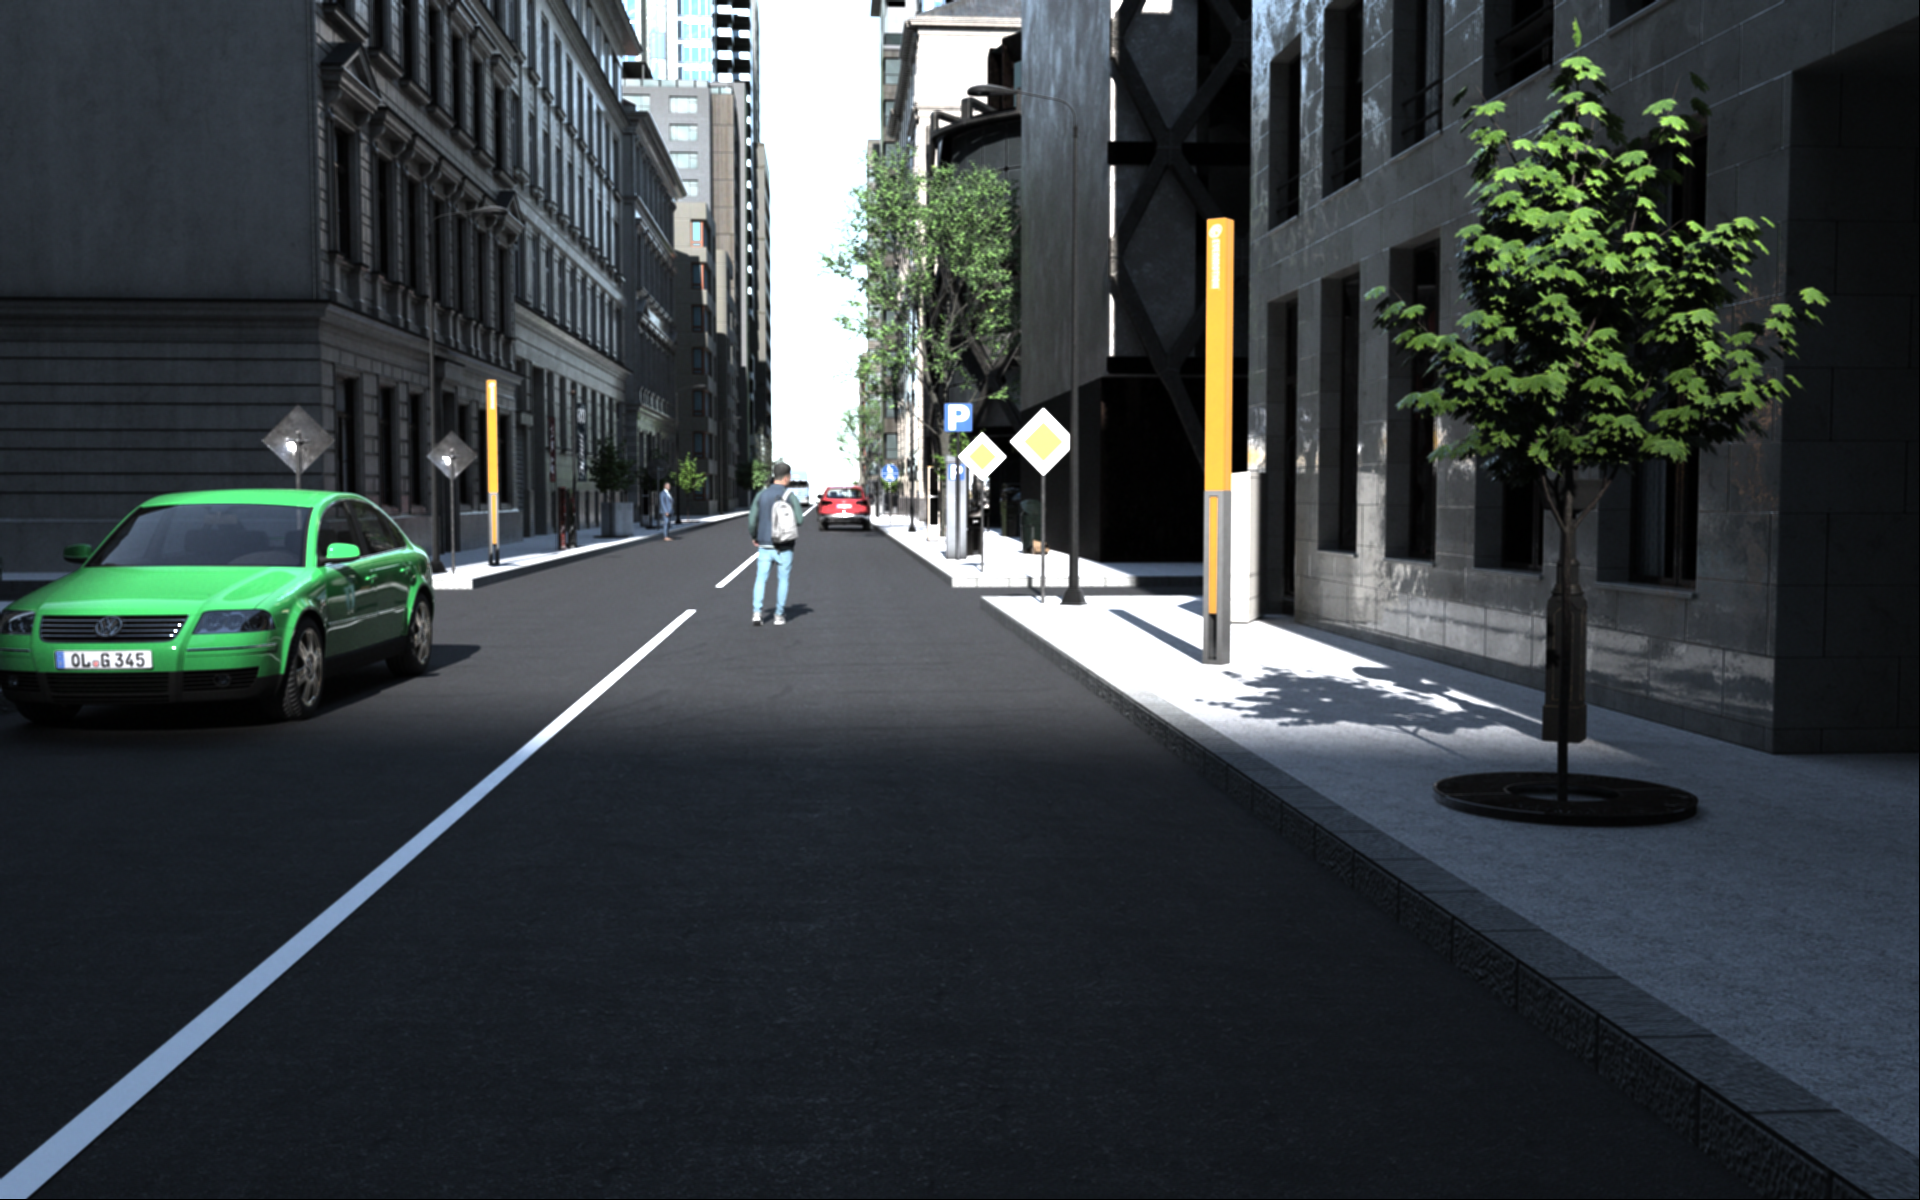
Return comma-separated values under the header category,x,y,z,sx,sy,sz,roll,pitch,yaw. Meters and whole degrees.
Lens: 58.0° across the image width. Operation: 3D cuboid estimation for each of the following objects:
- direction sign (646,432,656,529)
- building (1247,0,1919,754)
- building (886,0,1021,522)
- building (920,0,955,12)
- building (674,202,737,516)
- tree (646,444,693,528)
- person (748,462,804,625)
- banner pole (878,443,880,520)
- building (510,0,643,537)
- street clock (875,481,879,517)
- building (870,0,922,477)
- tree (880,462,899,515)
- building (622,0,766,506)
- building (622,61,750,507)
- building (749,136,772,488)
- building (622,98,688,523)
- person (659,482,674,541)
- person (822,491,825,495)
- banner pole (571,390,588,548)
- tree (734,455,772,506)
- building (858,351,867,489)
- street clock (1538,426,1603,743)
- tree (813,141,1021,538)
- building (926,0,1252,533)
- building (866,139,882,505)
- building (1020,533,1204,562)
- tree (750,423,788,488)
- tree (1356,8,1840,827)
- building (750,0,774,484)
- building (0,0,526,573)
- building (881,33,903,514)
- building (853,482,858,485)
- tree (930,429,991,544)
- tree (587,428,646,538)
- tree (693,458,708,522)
category,x,y,z,sx,sy,sz,roll,pitch,yaw
direction sign,-11.302,-4.357,63.240,0.379,3.537,0.876,-1,4,-12
building,8.995,-9.537,10.678,10.420,20.320,16.860,0,4,-4
building,2.821,-17.936,90.521,12.463,27.353,25.104,0,4,-4
building,5.745,-50.258,134.389,22.319,86.520,31.000,0,4,-4
building,-29.888,-16.587,116.243,27.650,21.520,28.899,0,4,-4
tree,-11.430,-4.377,66.164,1.663,3.219,1.824,0,3,0
person,-2.019,-0.623,19.028,0.623,1.781,0.721,0,4,-3
banner pole,-3.966,-5.795,84.768,0.401,3.779,0.863,0,4,-6
building,-20.814,-13.929,61.027,16.112,22.955,30.059,0,4,-4
street clock,-4.538,-5.542,95.176,0.358,2.002,0.471,0,4,2
building,6.208,-35.198,164.732,28.713,52.752,27.495,0,4,-4
tree,-4.221,-6.745,104.884,1.663,3.219,1.824,0,3,0
building,-33.597,-54.232,199.372,22.319,86.520,31.000,0,4,-4
building,-27.676,-29.542,166.609,14.154,41.232,14.086,0,4,-4
building,-35.752,-36.880,226.694,21.300,48.544,21.600,0,4,-4
building,-20.252,-15.324,86.711,11.583,22.565,21.152,0,4,-4
person,-9.058,-2.737,53.439,0.419,1.800,0.721,0,4,5
person,-16.176,-12.145,207.037,1.348,1.831,0.705,0,4,-1
banner pole,-9.205,-3.169,41.828,0.401,3.779,0.863,1,4,16
tree,-17.444,-9.894,145.481,4.285,4.588,4.351,0,3,0
building,0.847,-23.260,225.344,27.650,21.520,28.899,0,4,-4
street clock,3.153,-0.270,8.978,0.358,2.002,0.471,2,4,30
tree,-0.505,-7.689,51.476,9.928,11.665,9.643,0,3,0
building,6.975,-12.382,69.890,16.820,18.784,16.811,0,4,-4
building,-3.911,-31.744,202.616,14.154,41.232,14.086,0,4,-4
building,10.569,-10.410,37.657,16.811,18.784,16.820,0,4,-4
tree,-19.781,-13.946,178.383,4.360,8.622,3.978,0,3,0
tree,2.369,-0.760,7.034,1.663,3.219,1.824,0,3,0
building,-36.596,-49.492,247.445,20.563,71.187,20.611,0,4,-4
building,-15.789,-10.528,36.754,10.561,19.102,19.286,0,4,-4
building,1.838,-20.879,113.079,14.160,30.474,14.107,0,4,-4
building,0.643,-34.211,251.230,32.217,40.220,23.993,0,4,-4
tree,-0.026,-3.034,44.209,1.663,3.219,1.824,0,3,0
tree,-10.238,-3.439,50.834,1.663,3.219,1.824,0,3,0
tree,-12.254,-5.150,78.802,1.663,3.219,1.824,0,3,0
